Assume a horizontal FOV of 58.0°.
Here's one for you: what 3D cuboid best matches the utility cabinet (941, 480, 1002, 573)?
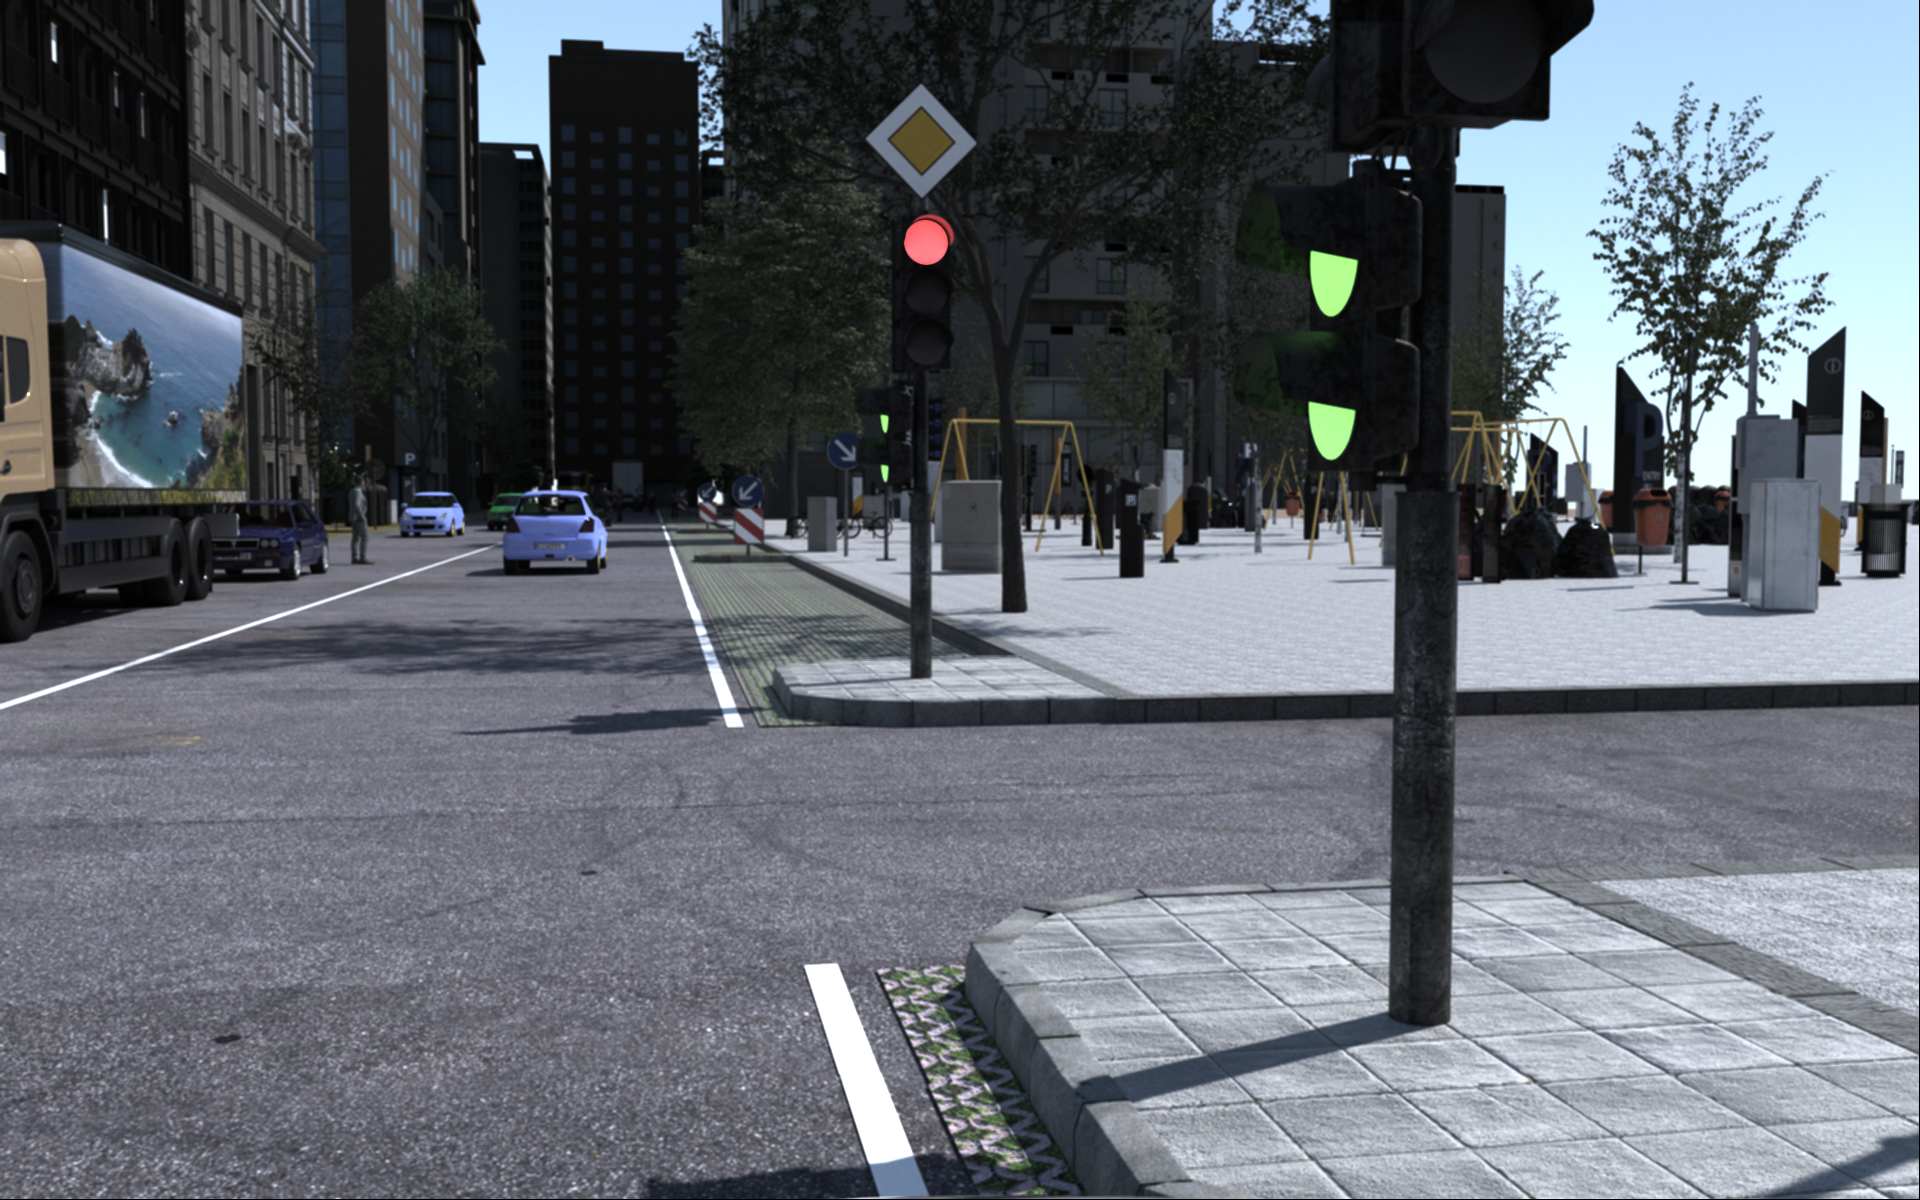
[{"bbox_3d":[0.236,-1.199,28.280,1.173,1.500,0.318,3,4,38],"label":"utility cabinet"}]

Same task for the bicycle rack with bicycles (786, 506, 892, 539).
[{"bbox_3d":[-3.738,-2.232,49.876,2.925,0.926,2.852,1,4,23],"label":"bicycle rack with bicycles"}]

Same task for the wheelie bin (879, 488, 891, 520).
[{"bbox_3d":[-3.674,-4.624,83.518,0.693,1.594,0.980,0,4,4],"label":"wheelie bin"}]

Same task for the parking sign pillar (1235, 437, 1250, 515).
[{"bbox_3d":[13.256,-5.677,81.294,1.447,3.967,1.447,0,4,-2],"label":"parking sign pillar"}]

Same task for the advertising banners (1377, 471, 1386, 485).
[{"bbox_3d":[12.961,-3.327,50.582,2.074,3.025,0.090,1,4,20],"label":"advertising banners"}]

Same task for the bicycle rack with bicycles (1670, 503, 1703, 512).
[{"bbox_3d":[28.725,-3.269,66.836,2.925,0.926,2.852,0,4,7],"label":"bicycle rack with bicycles"}]

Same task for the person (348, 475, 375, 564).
[{"bbox_3d":[-12.294,-1.639,35.398,0.391,1.810,0.635,-3,5,-43],"label":"person"}]

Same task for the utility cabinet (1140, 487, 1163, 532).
[{"bbox_3d":[6.384,-3.010,57.886,0.318,1.500,1.173,-2,4,-28],"label":"utility cabinet"}]

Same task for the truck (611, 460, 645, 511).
[{"bbox_3d":[-27.995,-9.612,146.063,2.839,4.237,11.283,-1,4,-11],"label":"truck"}]

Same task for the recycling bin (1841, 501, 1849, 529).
[{"bbox_3d":[32.001,-3.112,63.441,0.722,1.027,0.722,-2,4,-24],"label":"recycling bin"}]

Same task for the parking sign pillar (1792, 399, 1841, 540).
[{"bbox_3d":[23.979,-3.680,48.634,1.447,3.967,1.447,3,5,42],"label":"parking sign pillar"}]

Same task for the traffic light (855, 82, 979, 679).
[{"bbox_3d":[-0.291,-1.411,11.993,0.839,4.253,0.868,-1,4,-10],"label":"traffic light"}]

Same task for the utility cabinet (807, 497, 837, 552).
[{"bbox_3d":[-3.084,-1.691,38.814,0.306,1.237,1.020,-2,4,-28],"label":"utility cabinet"}]

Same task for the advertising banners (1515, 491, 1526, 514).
[{"bbox_3d":[24.122,-4.934,76.855,2.074,3.025,0.090,2,4,23],"label":"advertising banners"}]

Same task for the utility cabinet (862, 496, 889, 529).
[{"bbox_3d":[-3.087,-3.193,63.375,1.020,1.237,0.306,3,4,37],"label":"utility cabinet"}]

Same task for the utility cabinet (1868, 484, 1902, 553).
[{"bbox_3d":[19.966,-1.757,37.402,0.318,1.500,1.173,3,5,44],"label":"utility cabinet"}]

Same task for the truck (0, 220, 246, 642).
[{"bbox_3d":[-10.810,-1.896,19.910,2.839,4.237,11.283,-1,4,-10],"label":"truck"}]

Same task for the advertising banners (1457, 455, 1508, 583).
[{"bbox_3d":[7.527,-1.805,25.702,0.090,3.025,2.074,-1,4,-13],"label":"advertising banners"}]

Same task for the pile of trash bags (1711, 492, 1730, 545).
[{"bbox_3d":[18.088,-2.112,44.279,3.447,1.369,1.912,0,4,5],"label":"pile of trash bags"}]

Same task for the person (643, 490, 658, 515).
[{"bbox_3d":[-21.075,-6.658,118.094,1.217,1.736,0.721,2,4,27],"label":"person"}]

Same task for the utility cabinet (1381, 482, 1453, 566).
[{"bbox_3d":[8.028,-1.330,30.425,1.173,1.500,0.318,0,4,6],"label":"utility cabinet"}]

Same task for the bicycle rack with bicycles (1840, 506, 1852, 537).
[{"bbox_3d":[27.177,-2.411,52.809,2.852,0.926,2.925,2,4,31],"label":"bicycle rack with bicycles"}]

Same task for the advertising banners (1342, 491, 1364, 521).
[{"bbox_3d":[19.186,-5.364,83.894,2.074,3.025,0.090,-2,4,-29],"label":"advertising banners"}]

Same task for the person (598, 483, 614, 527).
[{"bbox_3d":[-15.547,-4.164,75.942,0.474,1.900,0.648,3,5,40],"label":"person"}]

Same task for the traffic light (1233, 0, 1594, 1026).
[{"bbox_3d":[1.108,-0.930,4.131,0.839,4.253,0.868,-1,4,-10],"label":"traffic light"}]

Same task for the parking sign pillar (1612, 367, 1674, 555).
[{"bbox_3d":[14.540,-2.972,37.067,1.447,3.967,1.447,-3,4,-38],"label":"parking sign pillar"}]

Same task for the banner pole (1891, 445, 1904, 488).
[{"bbox_3d":[47.388,-5.973,87.674,0.863,3.779,0.401,0,4,-6],"label":"banner pole"}]

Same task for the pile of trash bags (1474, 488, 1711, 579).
[{"bbox_3d":[9.596,-1.064,27.153,3.447,1.369,1.912,-1,4,-14],"label":"pile of trash bags"}]

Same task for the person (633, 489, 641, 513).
[{"bbox_3d":[-24.919,-7.670,133.769,0.709,1.838,0.599,1,4,17],"label":"person"}]

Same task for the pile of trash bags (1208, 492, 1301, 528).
[{"bbox_3d":[11.121,-3.401,65.355,3.447,1.369,1.912,0,4,8],"label":"pile of trash bags"}]

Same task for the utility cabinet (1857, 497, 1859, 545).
[{"bbox_3d":[23.053,-1.988,43.664,1.020,1.237,0.306,-2,4,-31],"label":"utility cabinet"}]

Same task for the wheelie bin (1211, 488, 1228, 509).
[{"bbox_3d":[13.136,-4.896,87.964,0.693,1.594,0.980,3,4,37],"label":"wheelie bin"}]

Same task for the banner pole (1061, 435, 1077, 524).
[{"bbox_3d":[4.664,-5.108,73.533,0.863,3.779,0.401,1,4,20],"label":"banner pole"}]

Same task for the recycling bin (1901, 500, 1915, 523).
[{"bbox_3d":[42.598,-3.984,77.699,0.722,1.027,0.722,3,4,37],"label":"recycling bin"}]

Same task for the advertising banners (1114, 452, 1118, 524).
[{"bbox_3d":[6.448,-4.737,73.643,0.090,3.025,2.074,-1,4,-9],"label":"advertising banners"}]

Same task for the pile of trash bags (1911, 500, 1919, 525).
[{"bbox_3d":[41.407,-3.883,73.247,1.912,1.369,3.447,3,4,36],"label":"pile of trash bags"}]

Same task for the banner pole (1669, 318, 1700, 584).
[{"bbox_3d":[10.300,-2.109,24.501,0.401,3.779,0.863,1,4,21],"label":"banner pole"}]

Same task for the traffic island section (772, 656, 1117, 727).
[{"bbox_3d":[-0.250,0.622,12.114,2.009,0.180,2.903,-1,4,-10],"label":"traffic island section"}]

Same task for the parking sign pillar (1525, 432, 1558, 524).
[{"bbox_3d":[25.252,-5.303,75.170,1.447,3.967,1.447,-3,5,-40],"label":"parking sign pillar"}]

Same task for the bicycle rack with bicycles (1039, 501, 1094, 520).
[{"bbox_3d":[5.260,-4.576,88.206,2.852,0.926,2.925,-1,4,-18],"label":"bicycle rack with bicycles"}]

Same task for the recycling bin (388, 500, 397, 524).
[{"bbox_3d":[-24.307,-3.719,73.353,0.722,1.027,0.722,0,4,2],"label":"recycling bin"}]

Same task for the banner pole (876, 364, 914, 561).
[{"bbox_3d":[-1.194,-2.651,33.367,0.863,3.779,0.401,0,4,-1],"label":"banner pole"}]

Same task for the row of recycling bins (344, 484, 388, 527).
[{"bbox_3d":[-23.671,-3.799,69.231,1.069,1.692,3.534,0,4,-2],"label":"row of recycling bins"}]

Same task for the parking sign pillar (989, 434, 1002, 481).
[{"bbox_3d":[1.594,-5.381,76.454,1.447,3.967,1.447,0,4,-7],"label":"parking sign pillar"}]

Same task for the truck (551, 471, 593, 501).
[{"bbox_3d":[-32.935,-9.308,148.107,3.469,3.379,9.791,-1,4,-9],"label":"truck"}]

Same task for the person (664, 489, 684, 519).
[{"bbox_3d":[-16.628,-5.601,100.787,1.217,1.736,0.721,1,4,9],"label":"person"}]

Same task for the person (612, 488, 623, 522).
[{"bbox_3d":[-17.728,-4.922,89.696,0.721,1.743,1.217,1,4,13],"label":"person"}]

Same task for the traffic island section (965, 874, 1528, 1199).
[{"bbox_3d":[1.149,1.103,4.252,2.009,0.180,2.903,-1,4,-10],"label":"traffic island section"}]

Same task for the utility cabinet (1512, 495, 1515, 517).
[{"bbox_3d":[25.022,-4.177,79.462,1.020,1.237,0.306,2,4,28],"label":"utility cabinet"}]

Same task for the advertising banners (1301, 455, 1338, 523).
[{"bbox_3d":[16.042,-4.965,77.368,2.074,3.025,0.090,-2,4,-25],"label":"advertising banners"}]
